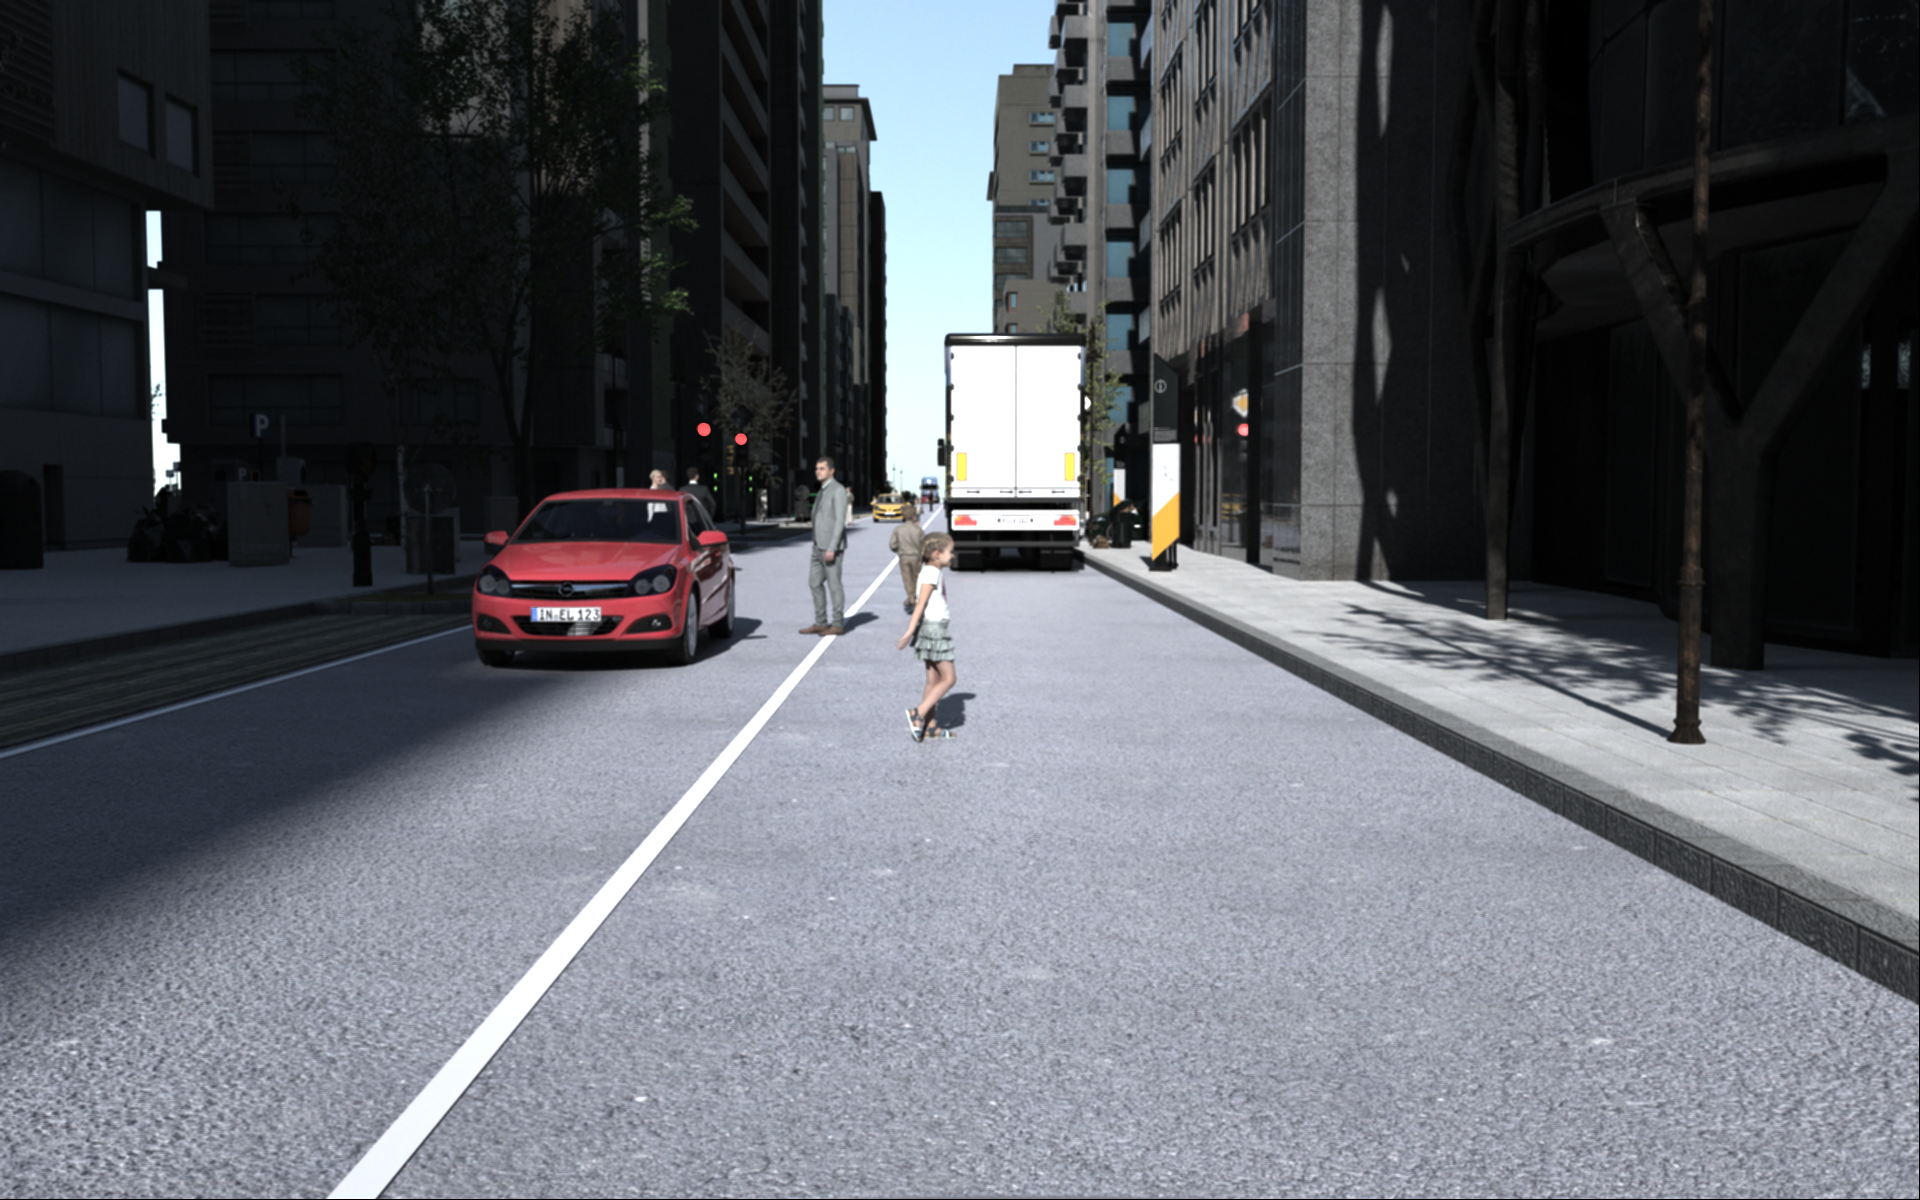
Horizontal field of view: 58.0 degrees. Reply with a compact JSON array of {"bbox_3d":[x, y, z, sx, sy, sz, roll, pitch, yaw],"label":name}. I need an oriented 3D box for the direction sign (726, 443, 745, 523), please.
[{"bbox_3d":[-9.877,-5.167,76.484,0.876,3.537,0.379,-1,4,-21],"label":"direction sign"}]

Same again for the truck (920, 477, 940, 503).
[{"bbox_3d":[-4.617,-17.402,274.287,2.967,4.110,18.799,0,4,0],"label":"truck"}]

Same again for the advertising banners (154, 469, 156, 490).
[{"bbox_3d":[-55.132,-7.459,118.147,0.090,3.025,2.074,-3,4,-39],"label":"advertising banners"}]

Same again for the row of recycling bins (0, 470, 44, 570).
[{"bbox_3d":[-16.916,-1.306,28.474,1.069,1.692,3.534,2,4,29],"label":"row of recycling bins"}]

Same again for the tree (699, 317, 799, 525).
[{"bbox_3d":[-8.940,-7.433,71.899,4.360,8.622,3.978,0,3,0],"label":"tree"}]

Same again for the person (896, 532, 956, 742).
[{"bbox_3d":[-0.217,0.205,10.163,0.382,1.210,0.505,-1,4,-11],"label":"person"}]

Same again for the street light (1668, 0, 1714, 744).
[{"bbox_3d":[3.761,-2.201,8.781,0.468,5.910,1.993,0,4,0],"label":"street light"}]

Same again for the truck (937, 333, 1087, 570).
[{"bbox_3d":[0.928,-2.867,35.783,2.839,4.237,11.283,0,4,0],"label":"truck"}]

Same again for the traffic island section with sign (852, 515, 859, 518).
[{"bbox_3d":[-7.008,-5.780,103.125,1.989,1.847,2.006,0,4,0],"label":"traffic island section with sign"}]

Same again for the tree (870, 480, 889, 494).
[{"bbox_3d":[-10.100,-13.326,212.476,1.663,3.219,1.824,0,3,0],"label":"tree"}]

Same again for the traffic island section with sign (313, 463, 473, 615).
[{"bbox_3d":[-6.658,-0.779,21.363,1.989,1.847,2.006,0,4,0],"label":"traffic island section with sign"}]

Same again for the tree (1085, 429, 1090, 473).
[{"bbox_3d":[3.840,-5.296,70.298,4.285,4.588,4.351,0,3,0],"label":"tree"}]

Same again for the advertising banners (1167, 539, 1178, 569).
[{"bbox_3d":[3.680,-2.089,30.346,0.090,3.025,2.074,0,4,1],"label":"advertising banners"}]

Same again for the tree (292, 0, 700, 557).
[{"bbox_3d":[-9.000,-6.680,34.977,9.928,11.665,9.643,0,3,0],"label":"tree"}]

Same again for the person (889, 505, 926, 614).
[{"bbox_3d":[-0.619,-0.488,20.747,0.475,1.303,0.640,-1,4,-21],"label":"person"}]

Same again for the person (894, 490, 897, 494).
[{"bbox_3d":[-3.966,-5.933,106.506,0.522,1.701,0.512,-1,4,-19],"label":"person"}]

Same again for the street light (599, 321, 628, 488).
[{"bbox_3d":[-8.814,-4.366,44.177,0.468,5.910,1.993,0,4,0],"label":"street light"}]

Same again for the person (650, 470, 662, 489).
[{"bbox_3d":[-5.180,-1.281,29.320,0.818,1.842,0.514,-1,4,-20],"label":"person"}]

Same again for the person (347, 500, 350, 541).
[{"bbox_3d":[-17.476,-2.326,49.127,0.523,1.515,0.503,-2,4,-24],"label":"person"}]

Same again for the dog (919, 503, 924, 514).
[{"bbox_3d":[-2.656,-6.523,123.479,0.800,0.831,0.513,-3,5,-40],"label":"dog"}]

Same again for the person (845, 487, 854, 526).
[{"bbox_3d":[-5.031,-4.214,77.952,0.362,1.759,0.519,-3,5,-44],"label":"person"}]

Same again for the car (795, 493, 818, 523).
[{"bbox_3d":[-6.600,-4.367,80.194,1.959,1.807,4.718,0,4,1],"label":"car"}]

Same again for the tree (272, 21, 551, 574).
[{"bbox_3d":[-8.803,-4.715,27.456,4.360,8.622,3.978,0,3,0],"label":"tree"}]

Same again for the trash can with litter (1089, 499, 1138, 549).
[{"bbox_3d":[3.620,-1.801,40.836,1.055,1.170,0.624,-1,4,-22],"label":"trash can with litter"}]

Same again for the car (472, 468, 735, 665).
[{"bbox_3d":[-3.145,-0.416,15.845,2.155,1.783,4.494,0,4,-1],"label":"car"}]

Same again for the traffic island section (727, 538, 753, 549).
[{"bbox_3d":[-6.759,-1.455,46.063,2.009,0.180,2.903,0,4,0],"label":"traffic island section"}]

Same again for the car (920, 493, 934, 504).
[{"bbox_3d":[-4.603,-14.315,243.087,2.155,1.783,4.494,0,4,0],"label":"car"}]

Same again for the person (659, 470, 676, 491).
[{"bbox_3d":[-5.299,-1.359,30.518,0.447,1.846,0.655,1,4,20],"label":"person"}]

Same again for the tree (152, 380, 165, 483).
[{"bbox_3d":[-33.230,-7.167,67.542,4.737,8.622,4.395,0,3,0],"label":"tree"}]

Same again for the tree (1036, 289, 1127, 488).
[{"bbox_3d":[4.138,-6.800,61.545,4.737,8.622,4.395,0,3,0],"label":"tree"}]

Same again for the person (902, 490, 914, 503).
[{"bbox_3d":[-4.338,-8.009,140.271,1.217,1.723,0.721,0,4,-6],"label":"person"}]

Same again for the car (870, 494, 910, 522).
[{"bbox_3d":[-3.568,-4.798,88.678,2.015,1.641,3.980,0,4,-1],"label":"car"}]

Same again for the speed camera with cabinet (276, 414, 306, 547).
[{"bbox_3d":[-16.502,-2.940,42.405,0.660,3.252,2.038,-1,4,-10],"label":"speed camera with cabinet"}]

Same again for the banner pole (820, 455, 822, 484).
[{"bbox_3d":[-8.746,-7.361,110.369,0.401,3.779,0.863,1,4,18],"label":"banner pole"}]

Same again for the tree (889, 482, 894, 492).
[{"bbox_3d":[-9.987,-14.198,226.732,1.663,3.219,1.824,0,3,0],"label":"tree"}]

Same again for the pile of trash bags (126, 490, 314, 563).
[{"bbox_3d":[-14.190,-1.461,33.640,1.912,1.369,3.447,3,4,39],"label":"pile of trash bags"}]

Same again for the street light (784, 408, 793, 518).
[{"bbox_3d":[-9.006,-7.223,90.881,0.468,5.910,1.993,0,4,0],"label":"street light"}]

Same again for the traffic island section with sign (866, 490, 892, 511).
[{"bbox_3d":[-7.213,-8.749,151.673,1.989,1.847,2.006,0,4,0],"label":"traffic island section with sign"}]

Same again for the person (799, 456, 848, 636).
[{"bbox_3d":[-1.334,-0.548,17.565,0.391,1.810,0.635,-2,4,-32],"label":"person"}]

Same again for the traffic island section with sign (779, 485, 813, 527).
[{"bbox_3d":[-6.894,-4.131,76.170,1.989,1.847,2.006,0,4,0],"label":"traffic island section with sign"}]

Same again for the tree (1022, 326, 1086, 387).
[{"bbox_3d":[3.653,-7.633,75.155,4.360,8.622,3.978,0,3,0],"label":"tree"}]

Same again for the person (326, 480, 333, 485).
[{"bbox_3d":[-18.723,-2.648,51.659,0.638,1.841,0.748,-3,4,-37],"label":"person"}]

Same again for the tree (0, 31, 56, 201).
[{"bbox_3d":[-9.280,-3.833,13.027,4.360,8.622,3.978,0,3,0],"label":"tree"}]

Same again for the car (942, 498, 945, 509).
[{"bbox_3d":[-0.689,-9.519,165.423,2.009,1.686,4.222,0,3,0],"label":"car"}]

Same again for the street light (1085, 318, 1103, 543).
[{"bbox_3d":[3.465,-4.455,45.624,0.468,5.910,1.993,0,4,0],"label":"street light"}]

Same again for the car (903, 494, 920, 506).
[{"bbox_3d":[-4.526,-8.895,155.215,2.009,1.686,4.222,0,4,1],"label":"car"}]

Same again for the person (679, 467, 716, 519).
[{"bbox_3d":[-4.601,-1.378,30.389,0.648,1.900,0.474,-1,4,-14],"label":"person"}]

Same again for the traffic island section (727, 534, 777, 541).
[{"bbox_3d":[-6.793,-1.943,54.048,2.009,0.180,2.903,0,4,0],"label":"traffic island section"}]

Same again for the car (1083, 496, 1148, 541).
[{"bbox_3d":[5.681,-2.470,50.172,4.222,1.686,2.009,0,4,-1],"label":"car"}]

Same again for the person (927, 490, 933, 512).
[{"bbox_3d":[-2.463,-8.145,142.189,0.721,1.766,1.217,1,4,17],"label":"person"}]

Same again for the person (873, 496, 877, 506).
[{"bbox_3d":[-5.073,-5.610,104.504,0.425,1.301,0.394,-2,4,-33],"label":"person"}]

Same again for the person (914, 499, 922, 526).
[{"bbox_3d":[-1.719,-3.505,70.491,0.332,1.250,0.352,1,4,12],"label":"person"}]

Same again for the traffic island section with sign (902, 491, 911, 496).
[{"bbox_3d":[-7.691,-15.573,263.250,1.989,1.847,2.006,0,4,0],"label":"traffic island section with sign"}]
